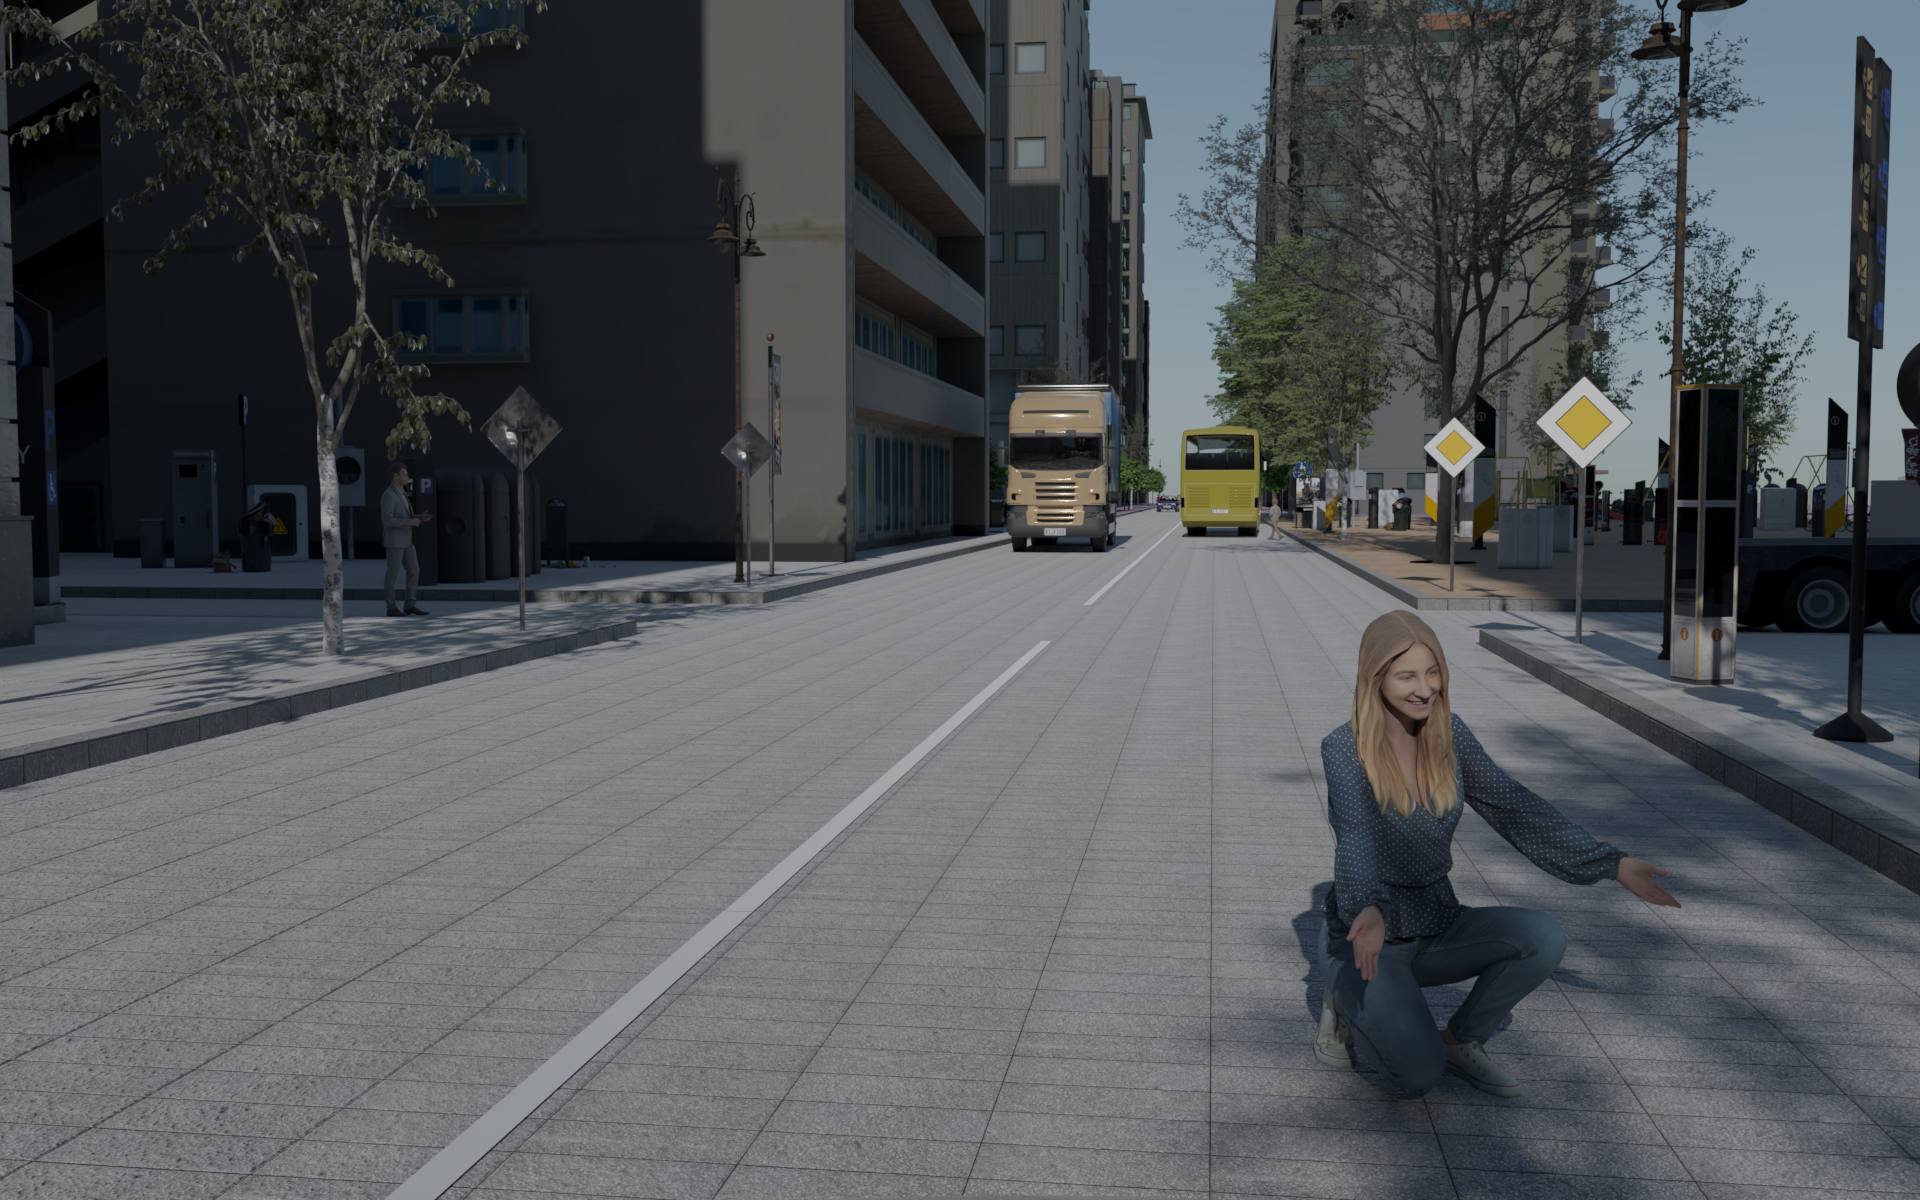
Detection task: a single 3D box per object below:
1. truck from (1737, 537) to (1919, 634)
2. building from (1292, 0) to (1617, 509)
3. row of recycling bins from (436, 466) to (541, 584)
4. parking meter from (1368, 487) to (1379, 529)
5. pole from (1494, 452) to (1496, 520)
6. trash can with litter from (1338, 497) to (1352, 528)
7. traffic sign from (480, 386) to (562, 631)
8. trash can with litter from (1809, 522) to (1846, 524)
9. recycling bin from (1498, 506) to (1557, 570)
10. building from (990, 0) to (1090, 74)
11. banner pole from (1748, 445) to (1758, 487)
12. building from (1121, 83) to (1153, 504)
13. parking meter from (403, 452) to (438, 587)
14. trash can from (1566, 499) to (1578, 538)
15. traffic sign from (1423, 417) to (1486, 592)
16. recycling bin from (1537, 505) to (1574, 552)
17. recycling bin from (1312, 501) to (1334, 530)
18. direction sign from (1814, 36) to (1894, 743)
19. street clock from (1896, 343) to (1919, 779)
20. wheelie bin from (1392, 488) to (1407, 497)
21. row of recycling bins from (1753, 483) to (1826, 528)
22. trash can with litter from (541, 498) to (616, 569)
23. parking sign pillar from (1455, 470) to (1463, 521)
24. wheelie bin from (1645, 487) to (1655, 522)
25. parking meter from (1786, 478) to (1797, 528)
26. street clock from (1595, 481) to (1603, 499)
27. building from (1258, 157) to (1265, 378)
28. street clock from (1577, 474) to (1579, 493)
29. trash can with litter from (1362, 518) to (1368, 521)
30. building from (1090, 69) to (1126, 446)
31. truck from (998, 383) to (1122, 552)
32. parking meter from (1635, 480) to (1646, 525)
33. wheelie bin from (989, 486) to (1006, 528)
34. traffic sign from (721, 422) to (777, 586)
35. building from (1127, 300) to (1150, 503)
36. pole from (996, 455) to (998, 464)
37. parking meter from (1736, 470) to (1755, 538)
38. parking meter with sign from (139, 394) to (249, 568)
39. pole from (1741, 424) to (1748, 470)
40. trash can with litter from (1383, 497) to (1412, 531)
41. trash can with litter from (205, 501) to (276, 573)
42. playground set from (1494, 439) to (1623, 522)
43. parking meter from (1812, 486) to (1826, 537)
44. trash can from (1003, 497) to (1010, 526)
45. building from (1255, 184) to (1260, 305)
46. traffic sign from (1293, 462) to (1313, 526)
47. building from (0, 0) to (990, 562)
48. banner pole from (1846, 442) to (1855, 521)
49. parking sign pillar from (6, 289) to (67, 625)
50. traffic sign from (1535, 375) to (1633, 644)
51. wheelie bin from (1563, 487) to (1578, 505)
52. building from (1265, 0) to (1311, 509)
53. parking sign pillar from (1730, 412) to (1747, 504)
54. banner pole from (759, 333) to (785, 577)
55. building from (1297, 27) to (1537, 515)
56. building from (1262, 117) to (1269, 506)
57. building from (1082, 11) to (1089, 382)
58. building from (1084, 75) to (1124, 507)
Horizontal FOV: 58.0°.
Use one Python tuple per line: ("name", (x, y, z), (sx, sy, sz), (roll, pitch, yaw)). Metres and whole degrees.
("truck", (16.830, -1.631, 16.419), (18.799, 4.110, 2.967), (0, 4, 8))
("building", (36.775, -29.211, 132.231), (22.147, 44.769, 28.867), (1, 4, 8))
("row of recycling bins", (-7.207, -1.183, 26.462), (1.069, 1.692, 3.534), (0, 4, 3))
("parking meter", (15.268, -3.396, 63.941), (0.372, 1.533, 0.369), (0, 3, 0))
("pole", (26.169, -5.571, 84.931), (0.158, 3.312, 0.155), (0, 3, 0))
("trash can with litter", (14.643, -3.347, 66.105), (0.624, 1.170, 1.055), (1, 4, 13))
("traffic sign", (-4.095, -0.766, 16.168), (0.795, 2.450, 0.064), (1, 4, 8))
("trash can with litter", (36.700, -3.783, 72.910), (2.233, 1.210, 1.678), (-1, 4, -11))
("recycling bin", (9.751, -1.058, 29.846), (0.722, 1.027, 0.722), (3, 4, 38))
("building", (-5.592, -32.129, 114.552), (28.713, 52.752, 27.495), (1, 4, 8))
("banner pole", (35.384, -5.363, 77.698), (0.401, 3.779, 0.863), (-2, 4, -33))
("building", (10.450, -39.108, 228.653), (28.713, 52.752, 27.495), (1, 4, 8))
("parking meter", (-7.521, -1.126, 24.129), (0.255, 1.863, 0.399), (3, 4, 37))
("trash can", (18.152, -2.394, 50.800), (0.748, 1.137, 0.748), (0, 3, 0))
("traffic sign", (6.453, -1.164, 22.679), (0.795, 2.450, 0.064), (1, 4, 8))
("recycling bin", (13.218, -1.586, 38.484), (0.722, 1.027, 0.722), (2, 4, 24))
("recycling bin", (13.077, -3.051, 62.430), (0.722, 1.027, 0.722), (0, 4, 7))
("direction sign", (4.701, -1.040, 9.006), (0.379, 3.537, 0.876), (3, 4, 36))
("street clock", (4.401, -0.188, 7.642), (0.471, 2.002, 0.358), (0, 4, 6))
("wheelie bin", (21.563, -4.730, 85.248), (0.693, 1.594, 0.980), (-3, 5, -45))
("row of recycling bins", (31.633, -3.627, 66.410), (3.534, 1.692, 1.069), (2, 4, 33))
("trash can with litter", (-7.251, -1.187, 30.464), (2.233, 1.210, 1.678), (3, 4, 38))
("parking sign pillar", (24.308, -5.875, 84.531), (1.447, 3.967, 1.447), (0, 4, -4))
("wheelie bin", (31.701, -4.422, 80.206), (0.980, 1.594, 0.693), (0, 4, -1))
("parking meter", (30.172, -3.498, 62.897), (0.255, 1.863, 0.399), (0, 4, 3))
("street clock", (34.340, -5.421, 93.209), (0.471, 2.002, 0.358), (0, 4, 1))
("building", (45.780, -35.089, 223.819), (14.600, 45.320, 14.200), (1, 4, 8))
("street clock", (22.133, -3.491, 61.652), (0.358, 2.002, 0.471), (0, 4, 4))
("trash can with litter", (20.082, -4.405, 83.072), (2.233, 1.210, 1.678), (-2, 4, -25))
("building", (7.525, -35.472, 199.574), (23.786, 49.044, 30.456), (1, 4, 8))
("truck", (2.884, -3.503, 46.196), (2.839, 4.237, 11.283), (0, 4, 7))
("parking meter", (28.414, -4.080, 72.415), (0.399, 1.863, 0.255), (3, 5, 41))
("wheelie bin", (1.262, -3.562, 66.143), (0.980, 1.594, 0.693), (-1, 4, -21))
("traffic sign", (-2.939, -1.249, 24.069), (0.795, 2.450, 0.064), (1, 4, 8))
("building", (19.906, -29.190, 248.963), (14.160, 30.474, 14.107), (1, 4, 8))
("pole", (1.808, -5.469, 83.263), (0.158, 3.312, 0.155), (0, 3, 0))
("parking meter", (18.751, -2.181, 41.368), (0.399, 1.863, 0.255), (-2, 4, -28))
("parking meter with sign", (-13.318, -2.071, 30.118), (1.738, 3.016, 0.543), (-1, 4, -14))
("pole", (22.930, -3.476, 50.671), (0.158, 3.312, 0.155), (0, 3, 0))
("trash can with litter", (15.169, -2.997, 60.383), (0.624, 1.170, 1.055), (-2, 4, -26))
("trash can with litter", (-11.796, -1.040, 28.394), (1.055, 1.170, 0.624), (-2, 4, -29))
("playground set", (28.167, -5.800, 81.602), (5.637, 4.214, 5.302), (1, 4, 12))
("parking meter", (25.656, -2.648, 51.703), (0.372, 1.533, 0.369), (0, 3, 0))
("trash can", (2.048, -3.486, 68.648), (0.748, 1.137, 0.748), (0, 3, 0))
("building", (52.155, -37.803, 241.775), (21.300, 48.544, 21.600), (1, 4, 8))
("traffic sign", (13.575, -4.189, 68.592), (0.768, 2.556, 0.104), (1, 4, 15))
("building", (-11.156, -25.645, 42.996), (21.300, 48.544, 21.600), (1, 4, 8))
("banner pole", (42.771, -5.682, 82.923), (0.863, 3.779, 0.401), (1, 4, 23))
("parking sign pillar", (-9.692, -1.751, 17.097), (1.447, 3.967, 1.447), (-1, 4, -14))
("traffic sign", (5.296, -0.681, 14.778), (0.795, 2.450, 0.064), (1, 4, 8))
("wheelie bin", (27.231, -4.225, 76.981), (0.693, 1.594, 0.980), (-3, 4, -38))
("building", (39.091, -32.632, 157.232), (21.300, 48.544, 21.600), (1, 4, 8))
("parking sign pillar", (23.513, -3.976, 53.473), (1.447, 3.967, 1.447), (1, 4, 11))
("banner pole", (-2.911, -2.277, 27.251), (0.401, 3.779, 0.863), (1, 4, 9))
("building", (28.834, -20.818, 112.077), (14.160, 30.474, 14.107), (1, 4, 8))
("building", (40.199, -30.915, 189.053), (14.154, 41.232, 14.086), (1, 4, 8))
("building", (0.512, -50.761, 142.618), (22.319, 86.520, 31.000), (1, 4, 8))
("building", (8.148, -29.482, 165.627), (14.154, 41.232, 14.086), (1, 4, 8))
